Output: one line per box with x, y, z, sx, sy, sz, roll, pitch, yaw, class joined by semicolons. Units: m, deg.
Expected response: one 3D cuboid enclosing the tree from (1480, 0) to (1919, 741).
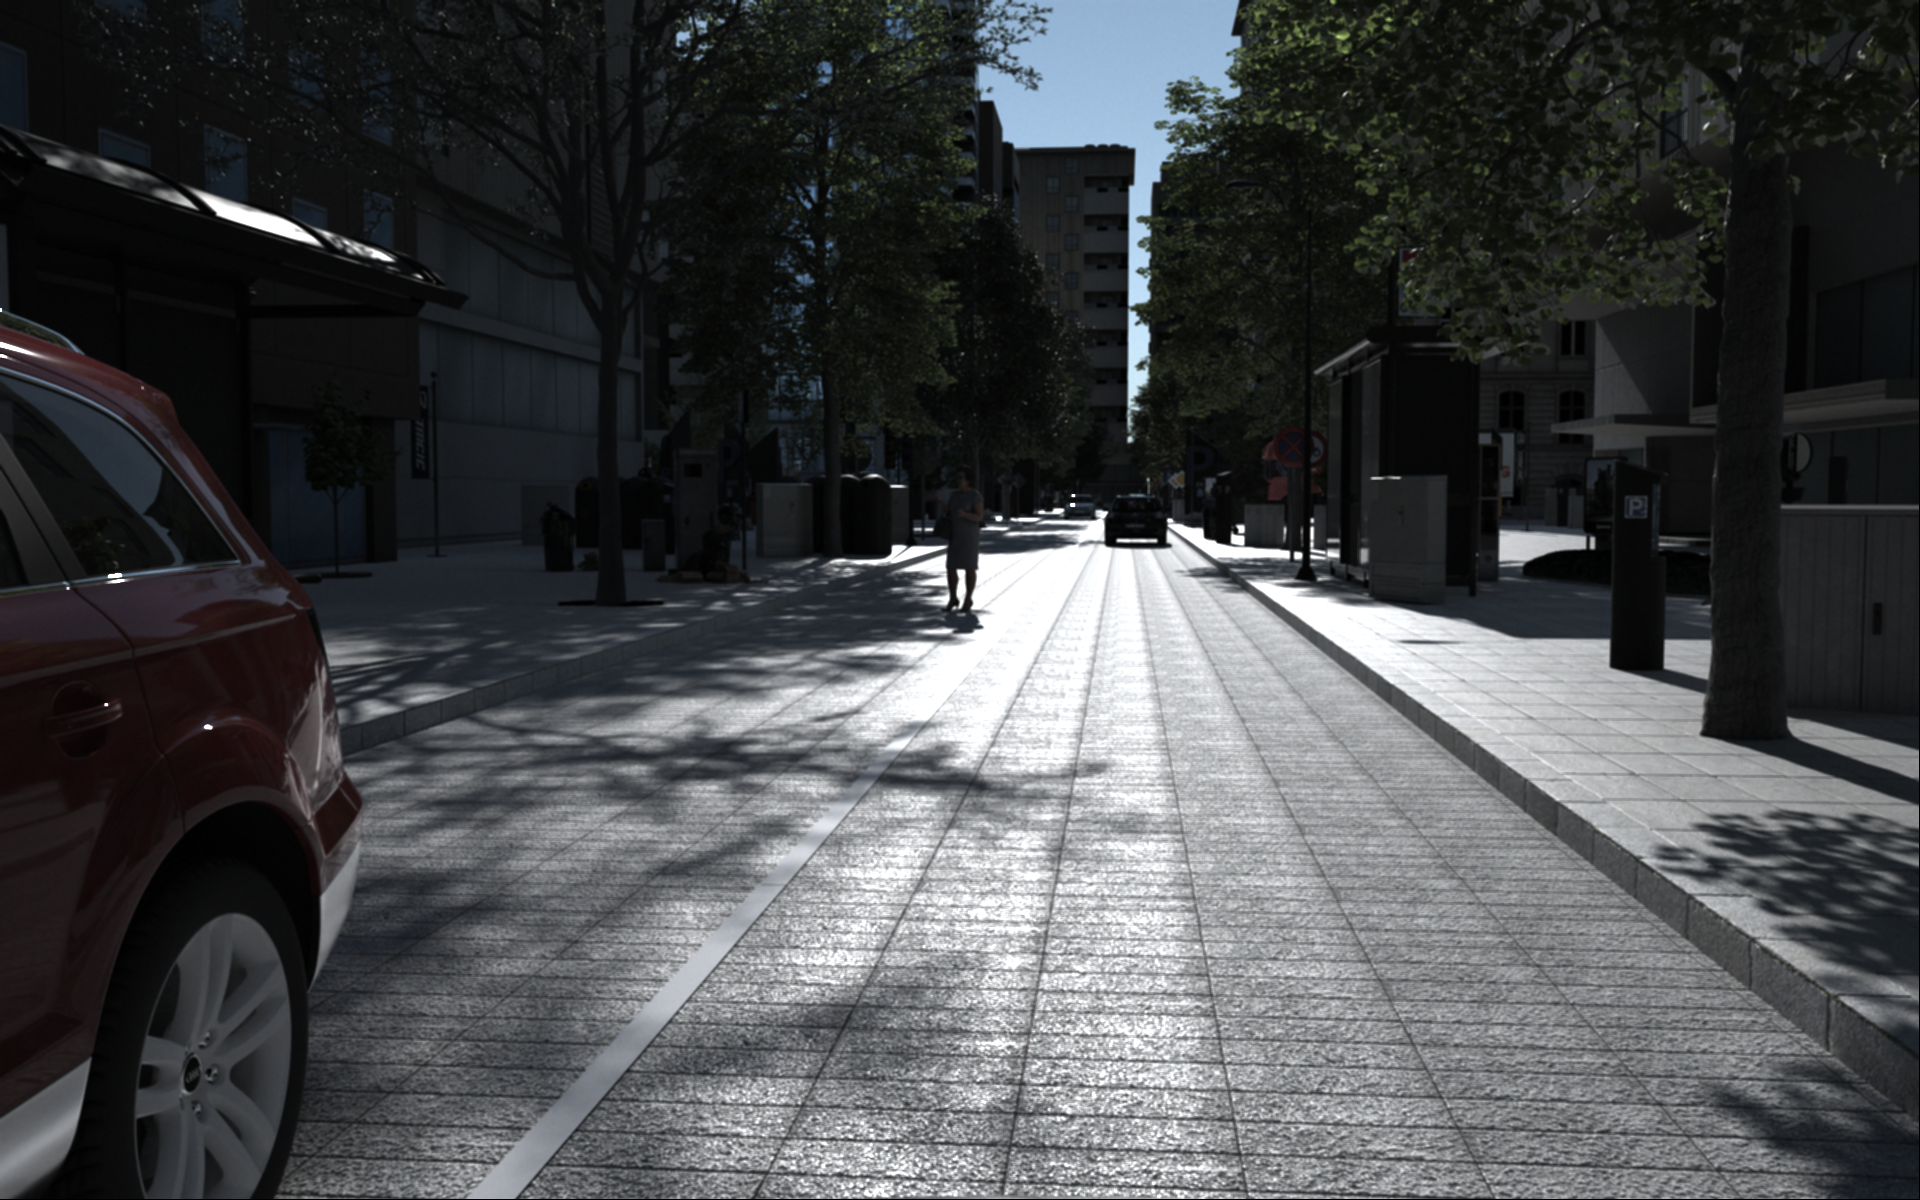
4.308;-5.523;8.431;7.486;12.596;7.792;0;3;0;tree

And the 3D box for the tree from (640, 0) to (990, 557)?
-2.874;-7.122;34.575;7.486;12.596;7.792;0;3;0;tree

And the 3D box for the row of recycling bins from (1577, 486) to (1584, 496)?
44.172;-6.861;119.292;3.534;1.692;1.069;0;4;-8;row of recycling bins

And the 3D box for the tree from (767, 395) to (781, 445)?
-14.181;-10.424;120.798;4.737;8.622;4.395;0;3;0;tree

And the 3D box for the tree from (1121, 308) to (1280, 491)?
12.240;-9.203;84.884;7.601;10.594;8.767;-1;4;-11;tree

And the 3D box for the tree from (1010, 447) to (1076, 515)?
4.551;-7.615;108.226;4.285;4.588;4.351;0;3;0;tree

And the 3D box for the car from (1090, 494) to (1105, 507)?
14.558;-10.768;186.281;2.015;1.641;3.980;0;4;6;car

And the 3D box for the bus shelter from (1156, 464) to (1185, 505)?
14.452;-7.594;118.086;2.014;3.302;5.546;0;4;5;bus shelter

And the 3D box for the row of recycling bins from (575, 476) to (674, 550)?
-7.889;-2.069;40.940;3.534;1.692;1.069;3;5;44;row of recycling bins

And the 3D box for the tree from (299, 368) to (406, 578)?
-9.652;-1.959;26.626;1.663;3.219;1.824;0;3;0;tree

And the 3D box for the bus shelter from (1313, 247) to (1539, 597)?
6.522;-2.946;25.795;2.179;5.291;8.768;0;4;5;bus shelter

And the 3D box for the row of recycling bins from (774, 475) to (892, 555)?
-2.818;-1.875;37.772;3.534;1.692;1.069;3;5;43;row of recycling bins

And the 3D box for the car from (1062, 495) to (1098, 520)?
6.750;-5.210;97.182;2.014;1.417;4.499;0;4;5;car

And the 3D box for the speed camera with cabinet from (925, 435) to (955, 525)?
-0.561;-3.746;55.579;0.660;3.252;2.038;2;4;24;speed camera with cabinet

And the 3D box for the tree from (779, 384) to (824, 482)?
-10.396;-10.155;116.402;4.360;8.622;3.978;0;3;0;tree

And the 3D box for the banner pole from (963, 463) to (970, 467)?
0.382;-5.559;80.905;0.863;3.779;0.401;0;4;6;banner pole

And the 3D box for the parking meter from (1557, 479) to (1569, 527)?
23.650;-3.806;67.938;0.255;1.863;0.399;-2;4;-31;parking meter

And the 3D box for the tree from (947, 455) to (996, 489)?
0.466;-7.308;103.205;4.285;4.588;4.351;0;3;0;tree

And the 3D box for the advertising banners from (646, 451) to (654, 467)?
-12.924;-4.513;69.982;0.090;3.025;2.074;1;4;23;advertising banners

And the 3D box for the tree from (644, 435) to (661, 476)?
-17.458;-6.858;95.846;4.285;4.588;4.351;0;3;0;tree

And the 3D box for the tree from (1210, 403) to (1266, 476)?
19.017;-10.297;118.717;4.737;8.622;4.395;0;3;0;tree

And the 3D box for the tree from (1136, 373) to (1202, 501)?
12.394;-9.228;101.239;4.360;8.622;3.978;0;3;0;tree

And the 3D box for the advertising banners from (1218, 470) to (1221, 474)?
18.795;-8.004;127.058;0.090;3.025;2.074;0;4;-8;advertising banners

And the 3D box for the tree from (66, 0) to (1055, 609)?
-4.070;-6.688;19.721;12.009;13.543;11.850;0;3;0;tree

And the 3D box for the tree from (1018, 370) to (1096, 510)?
7.632;-13.348;143.999;9.928;11.665;9.643;0;3;0;tree

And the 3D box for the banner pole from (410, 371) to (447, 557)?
-10.845;-2.764;35.217;0.401;3.779;0.863;2;4;32;banner pole

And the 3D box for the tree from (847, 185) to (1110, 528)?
0.512;-9.050;64.973;9.611;12.733;9.660;0;3;0;tree

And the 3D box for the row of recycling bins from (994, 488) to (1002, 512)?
2.940;-7.095;123.123;3.534;1.692;1.069;3;4;38;row of recycling bins

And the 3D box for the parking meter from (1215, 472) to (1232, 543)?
6.864;-2.410;45.117;0.399;1.863;0.255;-3;5;-39;parking meter

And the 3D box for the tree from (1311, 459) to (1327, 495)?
14.921;-4.589;69.636;1.663;3.219;1.824;0;3;0;tree

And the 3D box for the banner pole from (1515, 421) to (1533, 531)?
19.432;-4.264;59.733;0.401;3.779;0.863;-2;4;-24;banner pole

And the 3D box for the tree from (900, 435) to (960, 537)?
-1.134;-3.503;51.881;1.663;3.219;1.824;0;3;0;tree

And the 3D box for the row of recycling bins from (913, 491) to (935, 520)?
-2.508;-4.849;86.389;3.534;1.692;1.069;1;4;12;row of recycling bins

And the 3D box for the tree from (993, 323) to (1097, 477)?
4.710;-12.997;119.155;9.857;13.997;8.962;0;3;0;tree

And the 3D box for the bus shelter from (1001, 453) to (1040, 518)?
3.464;-7.410;98.782;2.179;5.291;8.768;0;4;6;bus shelter

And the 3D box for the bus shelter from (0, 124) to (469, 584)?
-5.193;-1.060;11.260;2.014;3.302;5.546;0;4;5;bus shelter

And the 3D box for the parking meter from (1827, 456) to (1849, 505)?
13.699;-1.305;27.054;0.255;1.863;0.399;2;4;31;parking meter

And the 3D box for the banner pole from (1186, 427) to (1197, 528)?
8.746;-4.603;65.282;0.401;3.779;0.863;0;4;6;banner pole

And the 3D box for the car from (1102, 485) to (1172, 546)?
5.046;-2.426;49.457;2.009;1.686;4.222;0;4;7;car

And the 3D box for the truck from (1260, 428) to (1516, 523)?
18.100;-5.286;75.344;11.283;4.237;2.839;0;4;6;truck

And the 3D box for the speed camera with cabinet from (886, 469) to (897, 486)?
-4.370;-6.761;104.878;0.660;3.252;2.038;0;4;1;speed camera with cabinet

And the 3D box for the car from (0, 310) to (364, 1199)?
-2.412;0.429;1.662;2.281;1.827;5.304;0;4;3;car

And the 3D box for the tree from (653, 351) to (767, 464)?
-12.865;-8.336;86.659;4.737;8.622;4.395;0;3;0;tree
